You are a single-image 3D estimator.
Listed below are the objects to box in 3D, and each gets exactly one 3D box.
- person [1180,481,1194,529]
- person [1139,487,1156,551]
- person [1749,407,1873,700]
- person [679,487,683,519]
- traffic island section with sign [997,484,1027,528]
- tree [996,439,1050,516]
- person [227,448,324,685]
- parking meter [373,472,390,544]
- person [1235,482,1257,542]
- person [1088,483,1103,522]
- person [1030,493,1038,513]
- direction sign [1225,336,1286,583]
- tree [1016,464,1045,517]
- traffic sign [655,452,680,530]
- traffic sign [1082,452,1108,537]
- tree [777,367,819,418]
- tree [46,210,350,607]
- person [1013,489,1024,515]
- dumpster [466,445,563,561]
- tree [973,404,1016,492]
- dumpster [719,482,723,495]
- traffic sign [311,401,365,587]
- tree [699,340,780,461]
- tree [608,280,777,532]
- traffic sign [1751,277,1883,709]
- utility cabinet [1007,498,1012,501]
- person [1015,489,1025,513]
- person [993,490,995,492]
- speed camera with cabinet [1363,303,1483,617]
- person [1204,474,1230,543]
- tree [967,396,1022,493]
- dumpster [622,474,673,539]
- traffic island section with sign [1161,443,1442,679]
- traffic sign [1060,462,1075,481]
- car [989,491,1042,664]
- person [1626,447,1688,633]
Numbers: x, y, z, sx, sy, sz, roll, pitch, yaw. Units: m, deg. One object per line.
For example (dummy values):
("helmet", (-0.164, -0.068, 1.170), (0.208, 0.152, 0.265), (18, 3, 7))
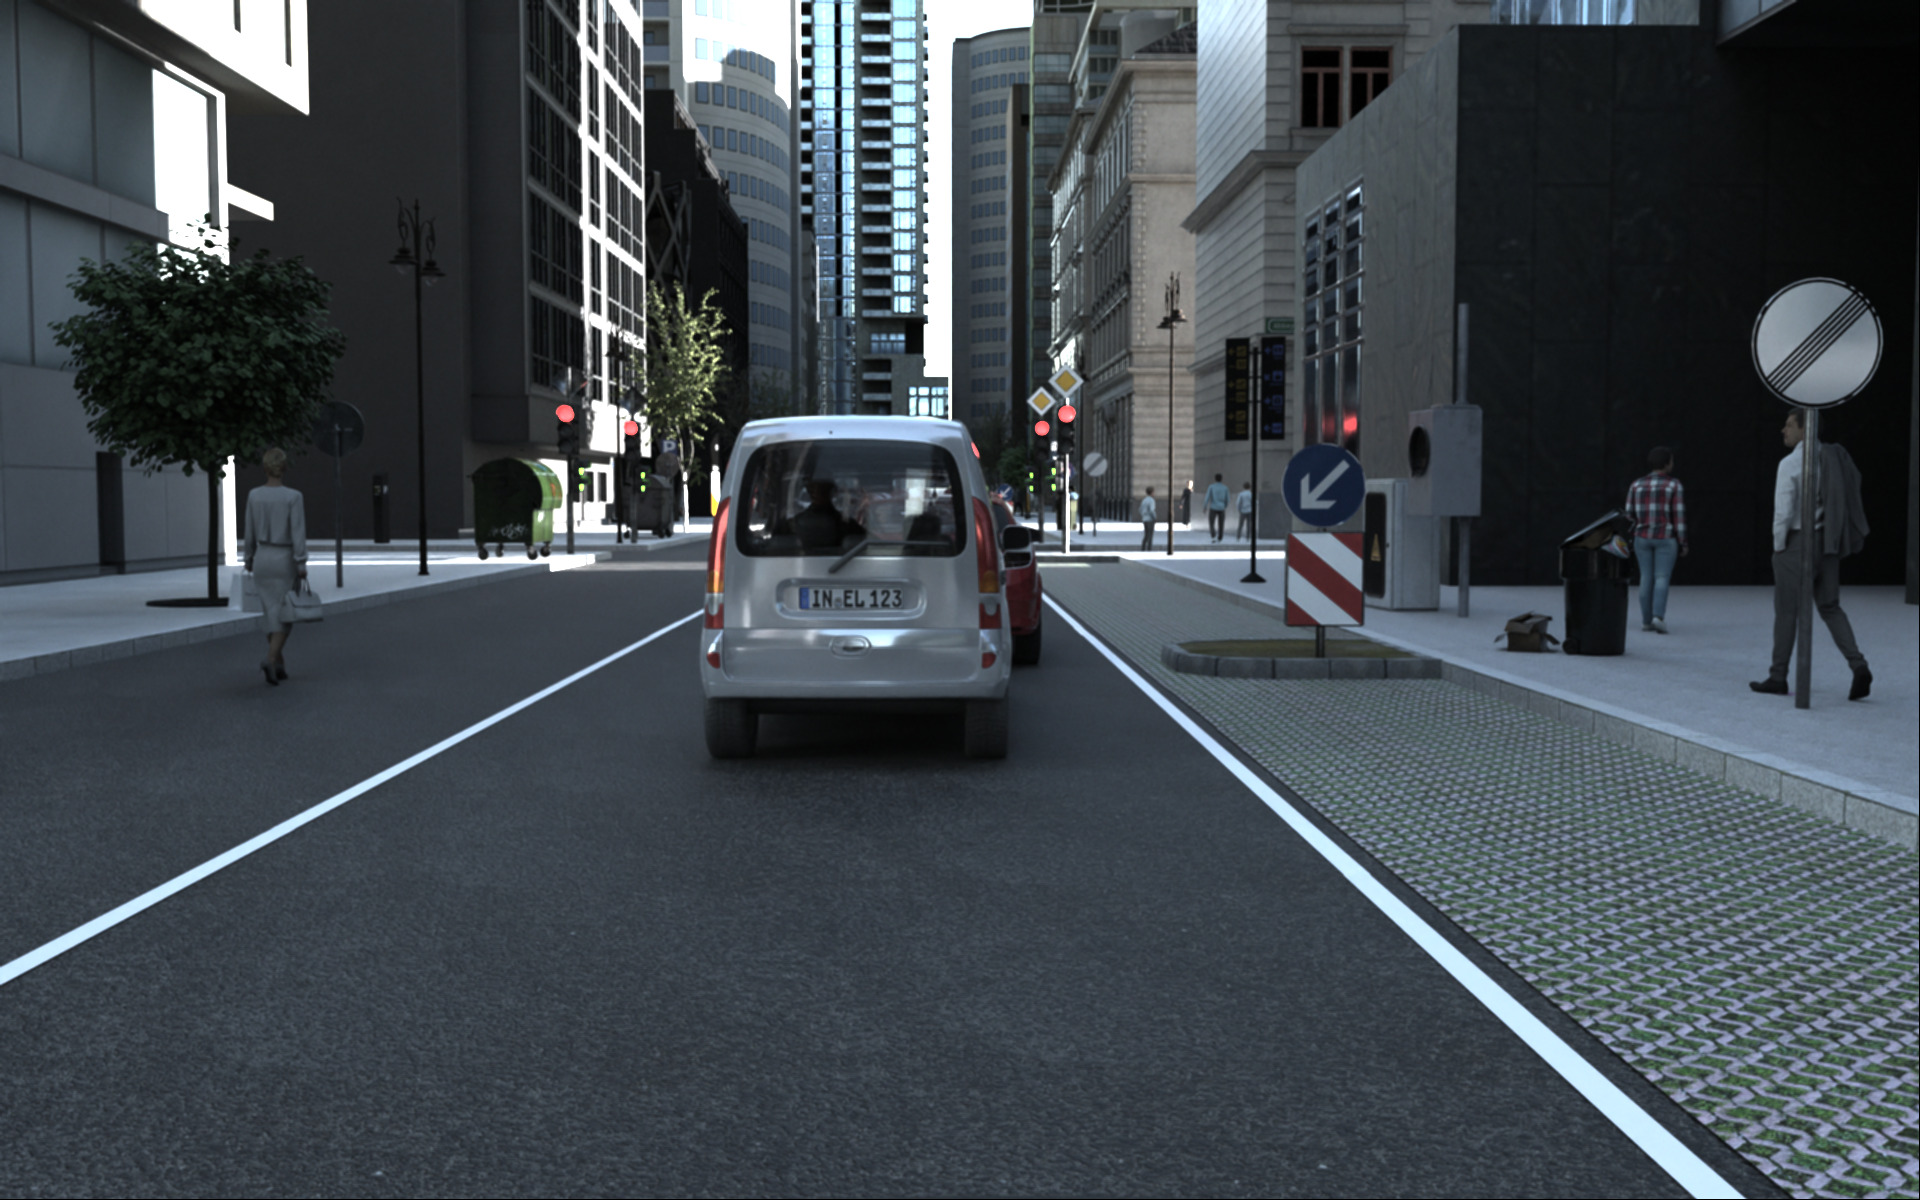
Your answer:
("person", (8.441, -3.520, 64.012), (0.576, 1.772, 0.534), (0, 4, -2))
("person", (4.417, -1.840, 40.388), (0.330, 1.601, 0.589), (-1, 4, -17))
("person", (5.406, -0.292, 10.926), (0.679, 1.850, 0.850), (-1, 4, -22))
("person", (-14.528, -5.120, 90.503), (0.466, 1.731, 0.760), (-3, 5, -40))
("traffic island section with sign", (1.683, -3.744, 69.842), (1.989, 1.847, 2.006), (0, 4, -1))
("tree", (3.786, -7.261, 102.426), (4.285, 4.588, 4.351), (0, 3, 0))
("person", (-5.221, -0.261, 13.120), (0.694, 1.780, 0.624), (1, 4, 19))
("parking meter", (-15.047, -2.404, 45.023), (0.255, 1.863, 0.399), (1, 4, 14))
("person", (7.659, -2.353, 46.332), (0.589, 1.601, 0.330), (1, 4, 11))
("person", (6.312, -4.555, 80.614), (0.694, 1.812, 0.767), (0, 4, -5))
("person", (5.074, -6.944, 119.804), (0.641, 1.798, 0.478), (2, 4, 31))
("direction sign", (4.271, -2.026, 25.128), (0.876, 3.537, 0.379), (2, 4, 25))
("tree", (3.858, -6.332, 98.132), (1.663, 3.219, 1.824), (0, 3, 0))
("traffic sign", (-8.892, -3.214, 52.661), (0.768, 2.556, 0.104), (0, 4, 4))
("traffic sign", (4.063, -3.187, 52.210), (0.768, 2.556, 0.104), (0, 3, 0))
("tree", (-10.114, -9.050, 98.326), (4.737, 8.622, 4.395), (0, 3, 0))
("tree", (-8.784, -2.226, 20.101), (4.285, 4.588, 4.351), (0, 3, 0))
("person", (3.473, -6.065, 105.608), (0.834, 1.777, 0.661), (1, 4, 9))
("dumpster", (-8.783, -1.938, 34.184), (1.502, 2.255, 1.985), (0, 4, -1))
("tree", (2.585, -11.719, 141.972), (4.737, 8.622, 4.395), (0, 3, 0))
("dumpster", (-9.430, -4.041, 71.830), (1.264, 1.857, 1.865), (0, 4, -1))
("traffic sign", (-8.535, -1.446, 23.755), (0.768, 2.556, 0.104), (0, 4, 4))
("tree", (-10.501, -8.077, 82.417), (4.360, 8.622, 3.978), (0, 3, 0))
("tree", (-9.546, -6.634, 58.822), (4.737, 8.622, 4.395), (0, 3, 0))
("traffic sign", (5.049, -0.624, 10.300), (0.768, 2.556, 0.104), (0, 4, 0))
("utility cabinet", (3.266, -6.669, 120.193), (0.306, 1.237, 1.020), (-1, 4, -22))
("person", (4.033, -6.627, 114.374), (0.713, 1.824, 0.794), (3, 5, 39))
("person", (3.570, -10.576, 179.626), (0.621, 1.740, 0.551), (-3, 4, -36))
("speed camera with cabinet", (4.976, -1.494, 18.762), (0.660, 3.252, 2.038), (0, 4, -6))
("person", (6.757, -2.415, 45.540), (0.660, 1.820, 0.620), (0, 4, -5))
("tree", (2.481, -10.908, 128.712), (4.360, 8.622, 3.978), (0, 3, 0))
("dumpster", (-9.101, -2.731, 50.408), (1.264, 1.857, 1.865), (0, 4, -1))
("traffic island section with sign", (2.712, -0.345, 14.261), (1.989, 1.847, 2.006), (0, 4, -1))
("traffic sign", (4.067, -4.110, 67.311), (0.768, 2.556, 0.104), (0, 4, 4))
("car", (-0.272, -0.427, 16.022), (2.155, 1.783, 4.494), (0, 4, -2))
("person", (6.473, -0.566, 16.132), (0.643, 1.720, 0.563), (-3, 5, -42))
